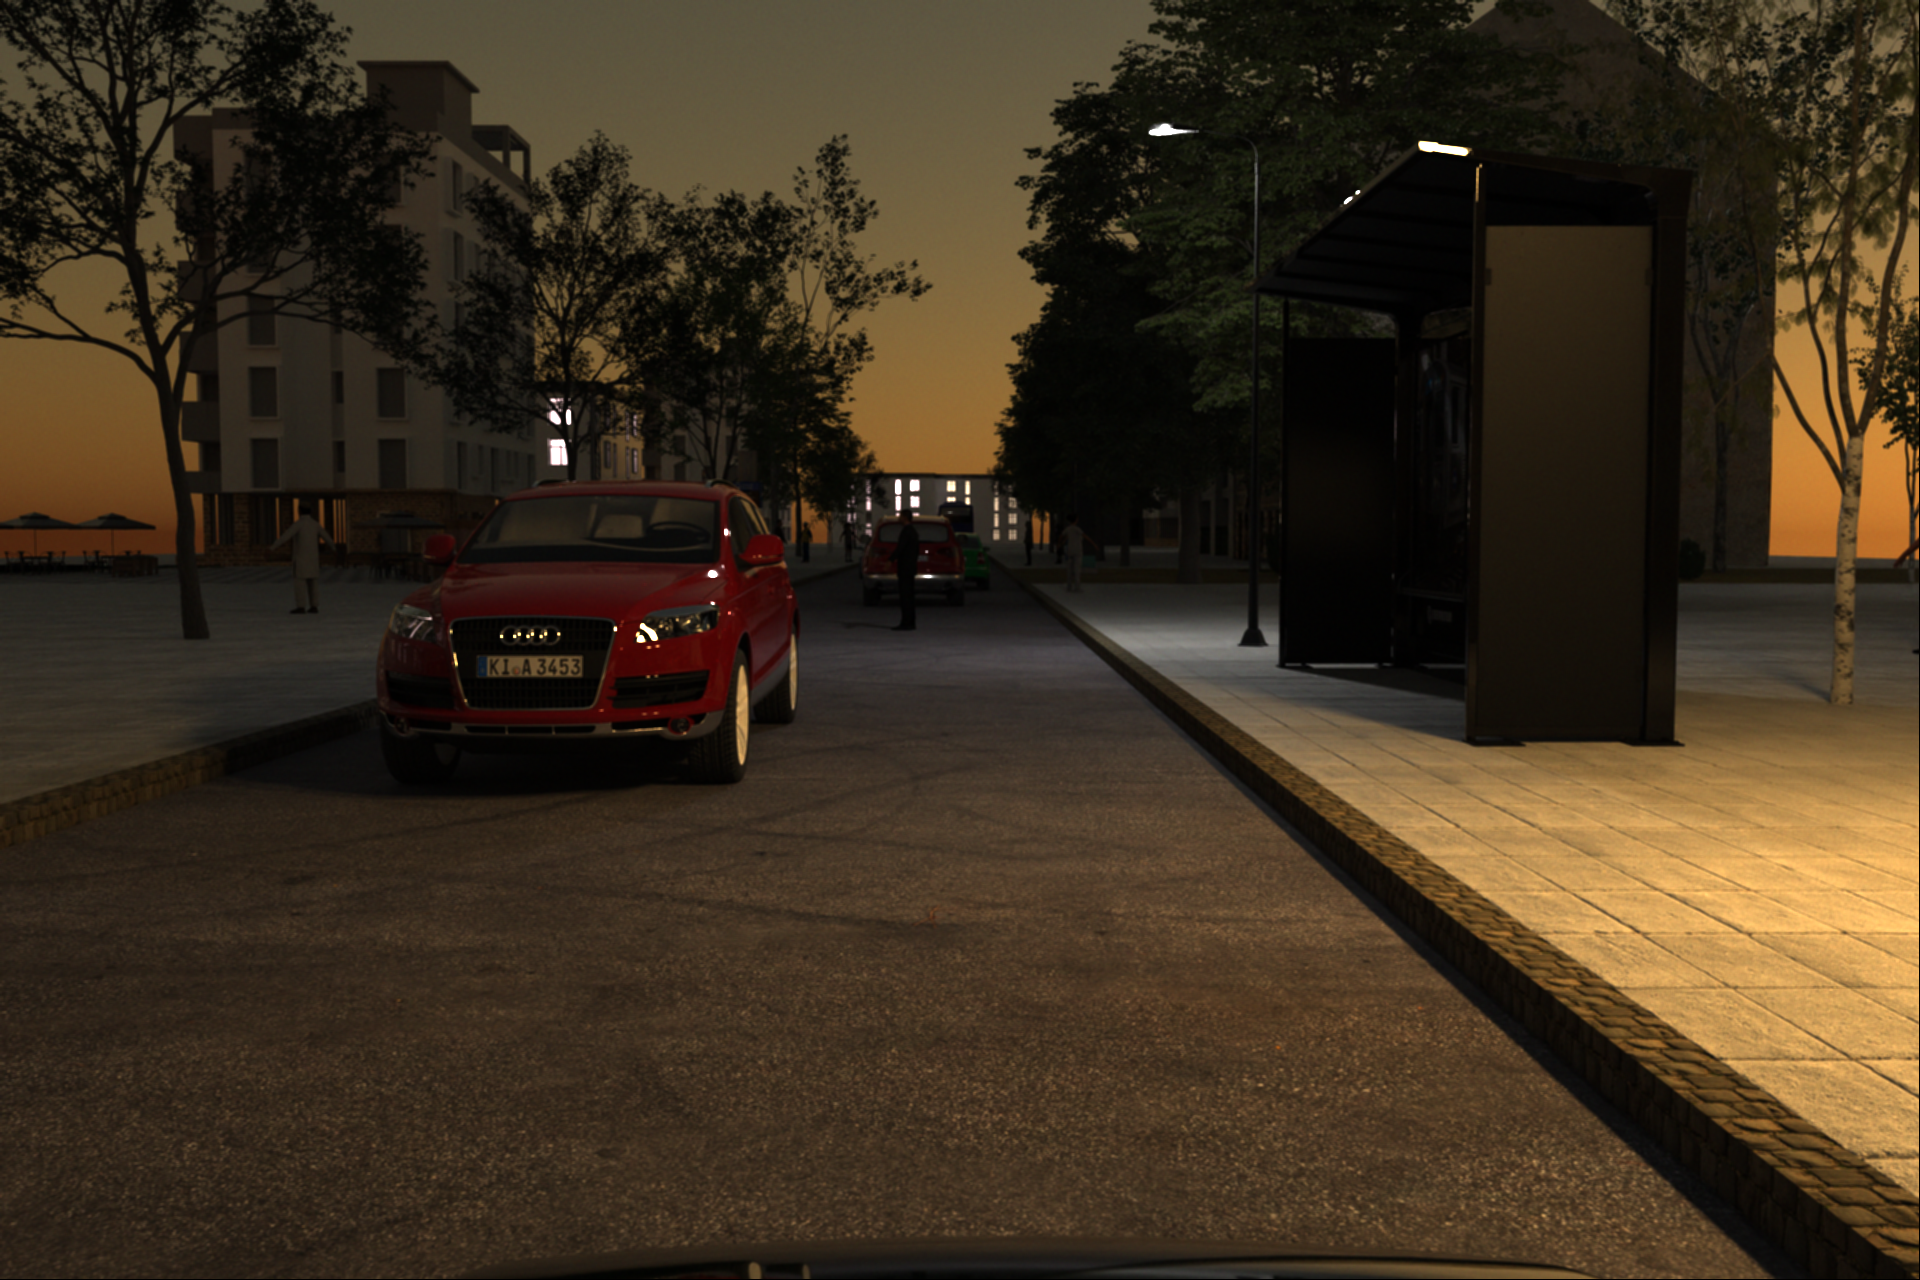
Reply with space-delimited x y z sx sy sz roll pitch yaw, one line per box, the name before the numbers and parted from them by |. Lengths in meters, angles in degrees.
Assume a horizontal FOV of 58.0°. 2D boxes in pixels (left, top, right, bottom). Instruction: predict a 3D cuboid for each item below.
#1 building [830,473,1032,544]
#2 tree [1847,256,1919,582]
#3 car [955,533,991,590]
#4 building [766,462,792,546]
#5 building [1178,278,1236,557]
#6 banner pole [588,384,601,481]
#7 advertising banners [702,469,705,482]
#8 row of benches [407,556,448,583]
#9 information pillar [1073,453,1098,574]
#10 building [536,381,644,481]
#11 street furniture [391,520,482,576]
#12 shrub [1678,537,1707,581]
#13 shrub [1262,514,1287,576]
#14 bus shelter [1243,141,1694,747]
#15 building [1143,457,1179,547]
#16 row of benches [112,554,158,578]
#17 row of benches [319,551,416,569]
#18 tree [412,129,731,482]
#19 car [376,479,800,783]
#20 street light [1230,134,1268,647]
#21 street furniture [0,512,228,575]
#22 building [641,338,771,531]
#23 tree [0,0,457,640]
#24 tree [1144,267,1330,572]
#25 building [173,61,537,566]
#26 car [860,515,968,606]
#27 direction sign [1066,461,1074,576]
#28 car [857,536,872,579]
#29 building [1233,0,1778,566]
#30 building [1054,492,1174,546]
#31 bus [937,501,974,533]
building | -3.947 -17.981 238.585 28.070 9.664 9.099 0 4 -7
tree | 25.545 -5.841 45.861 4.737 8.622 4.395 0 3 0
car | -0.153 -2.245 45.499 1.959 1.807 4.718 0 4 -1
building | -23.908 -15.790 200.312 9.099 9.664 28.070 0 4 0
building | 23.579 -14.553 104.398 16.747 18.905 31.486 0 3 0
banner pole | -6.143 -2.399 29.247 0.401 3.779 0.863 0 4 1
advertising banners | -6.941 -3.064 46.290 0.090 3.025 2.074 0 3 0
row of benches | -14.086 -1.882 46.226 1.422 0.672 4.104 -2 4 -27
information pillar | 4.012 -4.039 55.422 0.750 3.857 0.750 0 4 1
building | -24.399 -10.202 108.949 9.099 9.664 28.070 0 4 0
street furniture | -14.657 -3.074 57.117 11.010 1.723 9.812 0 4 -2
shrub | 20.082 -2.242 47.769 1.383 1.207 1.383 0 3 0
shrub | 10.070 -2.972 52.639 1.661 2.075 1.752 0 3 0
bus shelter | 3.581 -1.360 13.515 1.731 3.624 6.357 0 4 0
building | 24.815 -20.090 184.887 16.016 20.090 11.380 0 4 0
row of benches | -25.239 -2.295 52.991 1.422 0.672 4.104 -1 4 -15
row of benches | -22.139 -2.998 64.484 4.104 0.672 1.422 1 4 10
tree | -8.600 -6.411 39.235 7.601 10.594 8.767 -3 4 -38
car | -2.255 -0.182 11.642 2.281 1.827 5.304 0 3 0
street light | 3.906 -2.884 19.696 1.470 5.913 1.316 0 4 0
street furniture | -33.448 -2.876 52.048 14.083 1.986 27.439 0 4 1
building | -24.609 -19.049 167.871 16.016 20.090 11.380 0 4 -1
tree | -9.662 -5.296 21.003 7.601 10.594 8.767 1 4 19
tree | 9.996 -8.142 58.872 9.928 11.665 9.643 0 3 0
building | -25.535 -13.108 70.732 16.016 20.090 11.380 0 4 1
car | -0.957 -1.666 35.907 2.281 1.827 5.304 0 4 -1
direction sign | 3.421 -3.710 52.650 0.379 3.537 0.876 0 4 -1
car | -2.359 -2.746 56.905 2.014 1.417 4.499 0 3 0
building | 22.931 -15.064 77.221 19.493 23.208 18.063 0 4 0
building | 24.515 -22.184 206.683 27.936 21.610 32.646 0 4 0
bus | -0.387 -8.441 129.549 2.896 3.916 12.251 0 4 -1
